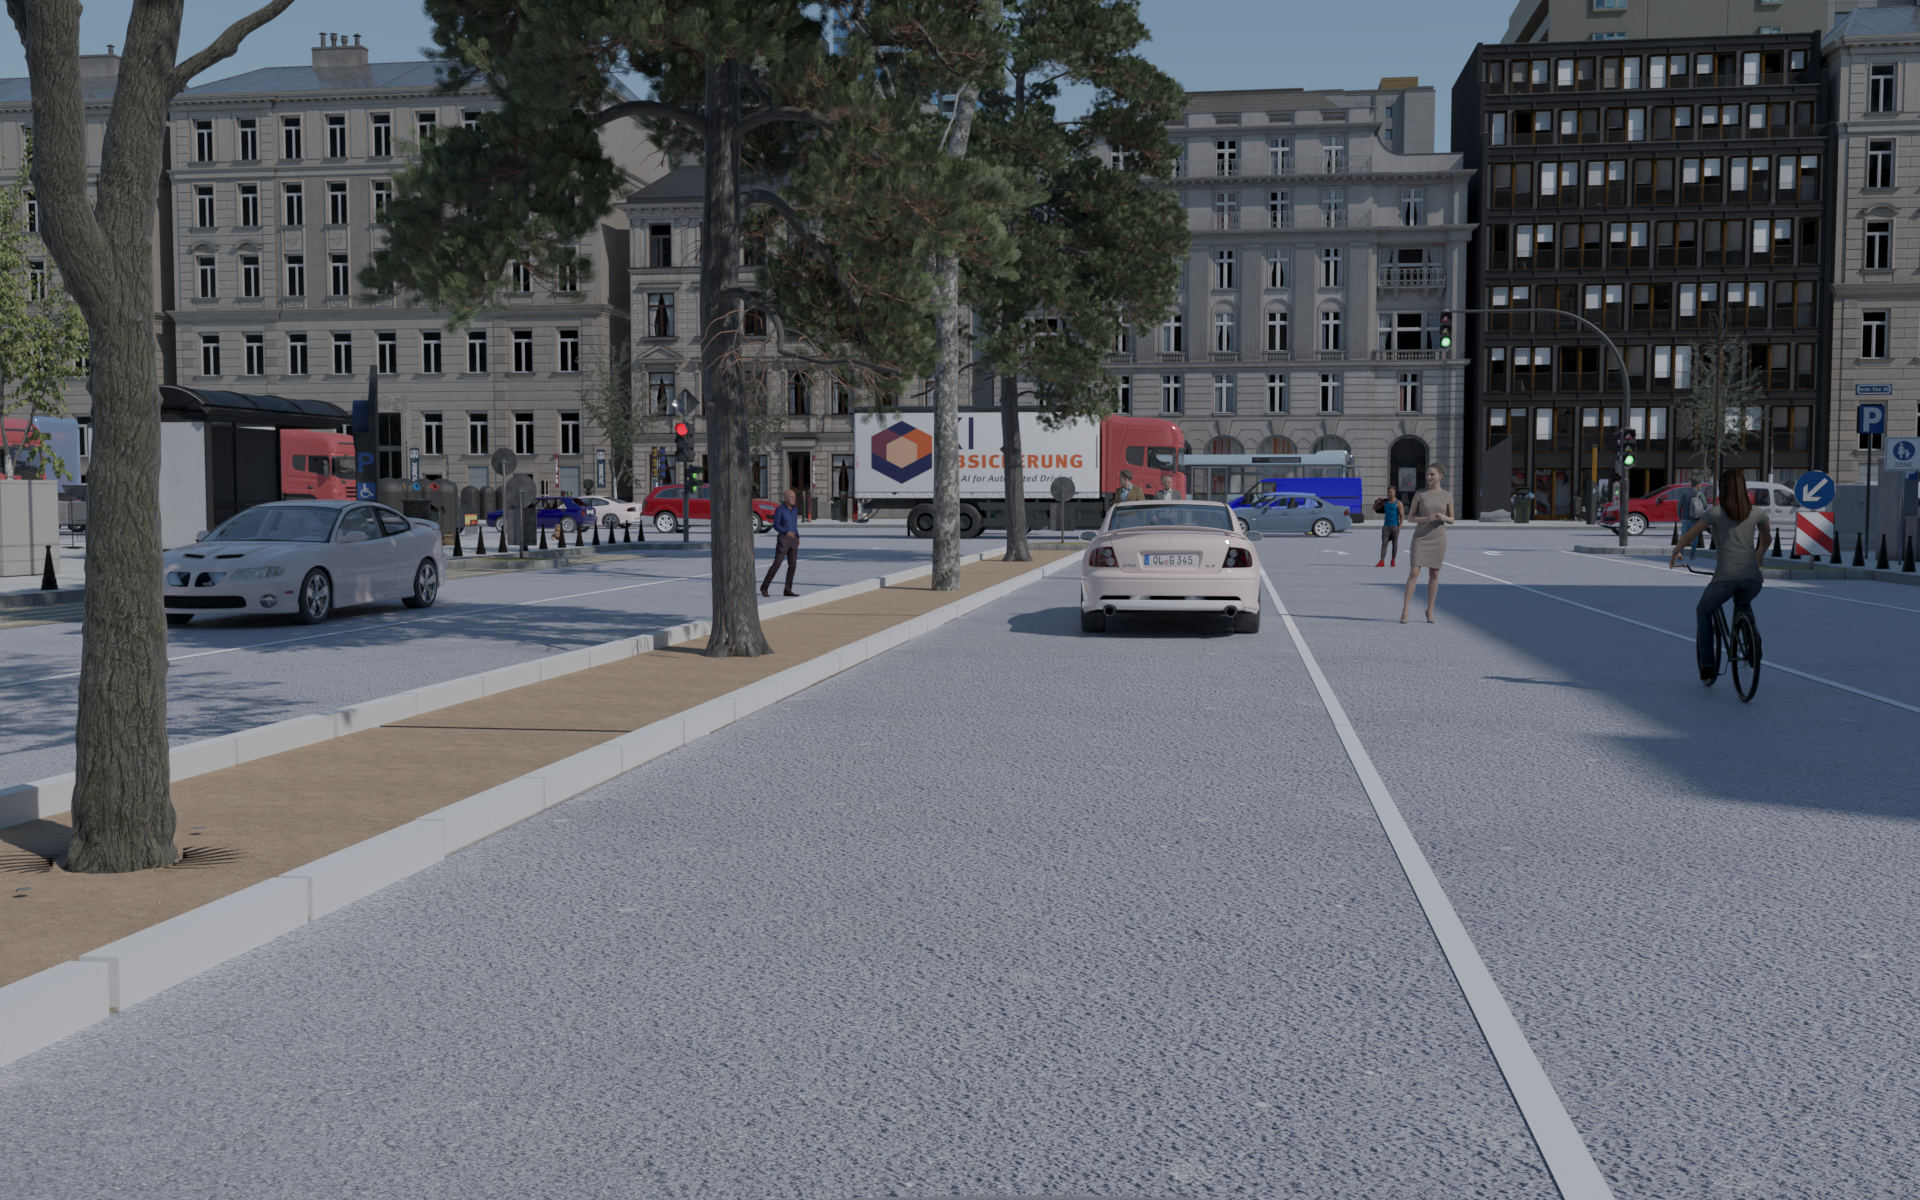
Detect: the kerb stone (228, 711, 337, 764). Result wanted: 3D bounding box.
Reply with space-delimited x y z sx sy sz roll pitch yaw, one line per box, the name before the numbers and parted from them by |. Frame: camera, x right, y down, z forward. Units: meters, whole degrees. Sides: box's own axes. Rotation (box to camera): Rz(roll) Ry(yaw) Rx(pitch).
kerb stone | -3.789 0.770 9.628 0.120 0.150 1.000 1 4 9

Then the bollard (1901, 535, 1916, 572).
bollard | 15.619 -0.761 28.490 0.229 0.601 0.229 0 3 0

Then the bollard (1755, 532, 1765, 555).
bollard | 16.812 -1.245 36.396 0.229 0.601 0.229 0 3 0

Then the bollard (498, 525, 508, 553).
bollard | -9.982 -1.331 37.799 0.229 0.601 0.229 0 3 0

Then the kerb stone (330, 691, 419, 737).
kerb stone | -3.629 0.710 10.648 0.120 0.150 1.000 1 4 9

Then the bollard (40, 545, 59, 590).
bollard | -12.194 -0.437 23.180 0.229 0.601 0.229 0 3 0

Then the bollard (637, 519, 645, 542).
bollard | -8.619 -1.881 46.803 0.229 0.601 0.229 0 3 0

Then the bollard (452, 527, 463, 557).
bollard | -10.315 -1.194 35.557 0.229 0.601 0.229 0 3 0

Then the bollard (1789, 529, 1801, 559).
bollard | 16.477 -1.107 34.140 0.229 0.601 0.229 0 3 0

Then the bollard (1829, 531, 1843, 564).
bollard | 16.130 -0.969 31.877 0.229 0.601 0.229 0 3 0

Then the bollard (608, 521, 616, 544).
bollard | -8.962 -1.744 44.562 0.229 0.601 0.229 0 3 0

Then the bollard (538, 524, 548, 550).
bollard | -9.640 -1.469 40.055 0.229 0.601 0.229 0 3 0

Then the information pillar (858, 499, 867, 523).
information pillar | -4.282 -4.369 75.925 0.304 2.012 0.304 2 4 30

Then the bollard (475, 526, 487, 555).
bollard | -10.150 -1.262 36.678 0.229 0.601 0.229 0 3 0

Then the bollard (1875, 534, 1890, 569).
bollard | 15.789 -0.830 29.611 0.229 0.601 0.229 0 3 0

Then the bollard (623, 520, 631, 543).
bollard | -8.787 -1.813 45.682 0.229 0.601 0.229 0 3 0

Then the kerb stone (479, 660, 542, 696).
kerb stone | -3.330 0.582 12.677 0.120 0.150 1.000 1 4 9

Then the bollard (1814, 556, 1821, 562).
bollard | 16.300 -1.037 33.004 0.229 0.601 0.229 0 3 0

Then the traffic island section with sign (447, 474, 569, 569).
traffic island section with sign | -8.768 -1.542 33.834 1.989 1.847 2.006 1 4 9

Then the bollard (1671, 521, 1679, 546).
bollard | 17.834 -1.659 43.164 0.229 0.601 0.229 0 3 0

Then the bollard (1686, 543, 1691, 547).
bollard | 17.666 -1.590 42.043 0.229 0.601 0.229 0 3 0

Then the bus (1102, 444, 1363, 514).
bus | 9.795 -4.514 68.656 13.247 3.499 2.948 1 4 10

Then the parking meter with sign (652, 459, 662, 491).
parking meter with sign | -15.186 -5.550 87.002 0.543 3.016 1.738 -1 4 -17

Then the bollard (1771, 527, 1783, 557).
bollard | 16.644 -1.176 35.275 0.229 0.601 0.229 0 3 0

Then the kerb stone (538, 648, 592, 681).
kerb stone | -3.171 0.520 13.690 0.120 0.150 1.000 1 4 9

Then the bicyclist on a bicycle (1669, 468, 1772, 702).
bicyclist on a bicycle | 5.483 -0.144 12.376 1.499 1.676 1.625 1 4 10

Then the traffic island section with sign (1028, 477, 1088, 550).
traffic island section with sign | 2.586 -2.236 44.690 2.006 1.907 1.989 1 4 9

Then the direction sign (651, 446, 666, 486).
direction sign | -14.382 -5.547 82.685 0.379 3.537 0.876 3 4 36

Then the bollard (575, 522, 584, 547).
bollard | -9.296 -1.606 42.299 0.229 0.601 0.229 0 3 0

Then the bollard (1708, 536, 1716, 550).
bollard | 17.326 -1.452 39.789 0.229 0.601 0.229 0 3 0

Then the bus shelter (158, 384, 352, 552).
bus shelter | -14.326 -2.498 34.766 2.014 3.302 5.546 1 4 9

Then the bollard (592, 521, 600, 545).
bollard | -9.129 -1.675 43.420 0.229 0.601 0.229 0 3 0

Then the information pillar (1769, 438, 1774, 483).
information pillar | 33.886 -4.957 72.403 0.183 3.616 0.504 2 4 33

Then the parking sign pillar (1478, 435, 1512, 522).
parking sign pillar | 24.410 -5.531 78.900 1.447 3.967 1.447 0 4 8

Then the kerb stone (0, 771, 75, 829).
kerb stone | -4.096 0.893 7.595 0.120 0.150 1.000 1 4 9

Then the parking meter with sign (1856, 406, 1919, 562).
parking meter with sign | 18.083 -2.272 33.412 0.543 3.016 1.738 -1 4 -9

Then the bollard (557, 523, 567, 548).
bollard | -9.469 -1.537 41.176 0.229 0.601 0.229 0 3 0

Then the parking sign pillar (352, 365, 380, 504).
parking sign pillar | -12.179 -2.882 35.591 1.447 3.967 1.447 -1 4 -16

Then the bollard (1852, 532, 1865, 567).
bollard | 15.960 -0.899 30.745 0.229 0.601 0.229 0 3 0

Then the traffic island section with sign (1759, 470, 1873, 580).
traffic island section with sign | 14.363 -1.300 29.881 1.989 1.847 2.006 1 4 9

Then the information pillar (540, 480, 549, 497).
information pillar | -21.208 -5.135 88.451 0.304 2.012 0.304 2 4 24

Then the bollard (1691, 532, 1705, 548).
bollard | 17.496 -1.521 40.915 0.229 0.601 0.229 0 3 0

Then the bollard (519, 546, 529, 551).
bollard | -9.807 -1.400 38.934 0.229 0.601 0.229 0 3 0

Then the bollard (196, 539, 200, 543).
bollard | -11.678 -0.644 26.564 0.229 0.601 0.229 0 3 0

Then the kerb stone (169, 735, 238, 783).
kerb stone | -3.941 0.831 8.614 0.120 0.150 1.000 1 4 9

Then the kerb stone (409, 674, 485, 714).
kerb stone | -3.484 0.644 11.663 0.120 0.150 1.000 1 4 9
